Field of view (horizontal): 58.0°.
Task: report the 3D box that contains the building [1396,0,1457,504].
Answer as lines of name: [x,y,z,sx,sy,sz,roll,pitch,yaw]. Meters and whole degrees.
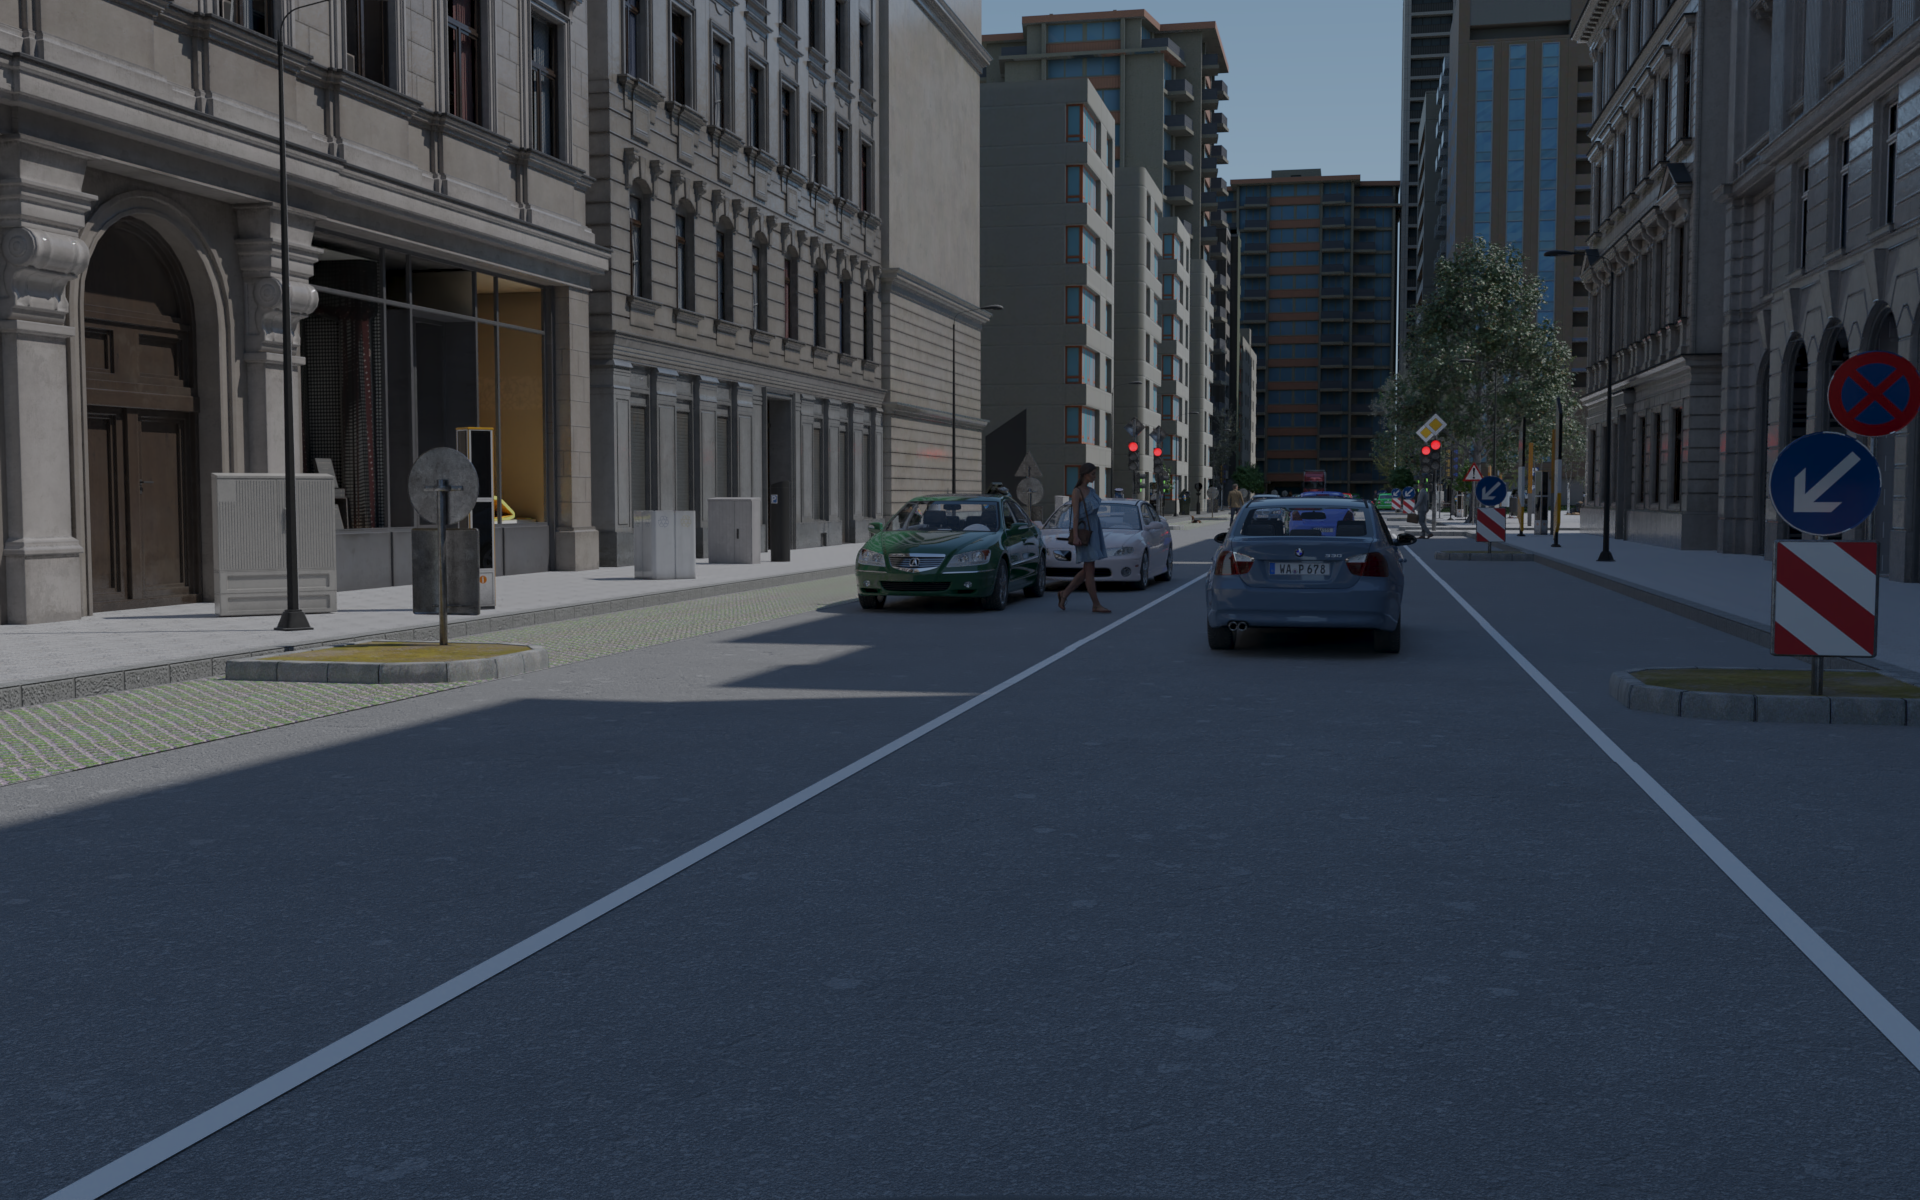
building: [69.388,-48.508,231.359,20.611,71.187,20.563,1,4,13]

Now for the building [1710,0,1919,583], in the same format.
building: [19.716,-11.184,24.663,13.314,21.916,24.055,1,4,13]

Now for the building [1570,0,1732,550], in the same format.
building: [23.058,-11.140,46.765,10.561,19.102,19.286,1,4,13]

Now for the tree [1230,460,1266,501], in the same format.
tree: [27.725,-11.195,166.747,4.285,4.588,4.351,0,3,0]

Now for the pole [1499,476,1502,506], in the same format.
pole: [39.015,-8.023,125.018,0.158,3.312,0.155,0,3,0]

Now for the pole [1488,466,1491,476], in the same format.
pole: [37.489,-7.879,122.662,0.158,3.312,0.155,0,3,0]

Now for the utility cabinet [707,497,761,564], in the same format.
utility cabinet: [-4.176,-1.273,31.981,1.020,1.237,0.306,2,4,30]

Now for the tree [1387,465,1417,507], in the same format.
tree: [43.724,-11.488,171.535,4.285,4.588,4.351,0,3,0]

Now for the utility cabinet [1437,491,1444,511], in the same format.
utility cabinet: [36.764,-7.587,132.724,0.318,1.500,1.173,2,4,32]

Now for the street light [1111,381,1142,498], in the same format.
street light: [6.823,-6.060,71.621,1.470,5.913,1.316,1,4,13]

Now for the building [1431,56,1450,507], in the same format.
building: [58.826,-33.767,171.702,23.786,49.044,30.456,1,4,13]

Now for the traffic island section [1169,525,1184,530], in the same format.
traffic island section: [8.038,-2.952,70.543,2.009,0.180,2.903,1,4,13]

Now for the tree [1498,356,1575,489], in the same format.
tree: [28.632,-8.298,86.040,4.737,8.622,4.395,0,3,0]

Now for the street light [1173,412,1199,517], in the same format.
street light: [12.799,-7.683,98.160,1.470,5.913,1.316,1,4,13]

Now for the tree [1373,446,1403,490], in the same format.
tree: [53.915,-16.256,216.145,4.737,8.622,4.395,0,3,0]

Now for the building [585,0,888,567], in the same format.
building: [-8.599,-11.635,39.390,9.793,20.994,18.267,1,4,13]

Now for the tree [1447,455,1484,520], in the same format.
tree: [24.987,-5.566,85.607,1.663,3.219,1.824,0,3,0]

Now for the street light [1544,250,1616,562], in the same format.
street light: [11.793,-3.697,32.987,1.470,5.913,1.316,1,4,13]

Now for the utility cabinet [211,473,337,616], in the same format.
utility cabinet: [-7.248,-0.590,18.332,1.173,1.500,0.318,-2,4,-33]

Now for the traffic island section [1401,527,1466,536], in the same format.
traffic island section: [16.553,-2.333,60.428,2.009,0.180,2.903,1,4,13]

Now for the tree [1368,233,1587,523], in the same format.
tree: [22.924,-9.740,76.263,9.611,12.733,9.660,0,3,0]

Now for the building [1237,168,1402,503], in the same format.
building: [44.980,-35.582,236.385,28.867,44.769,22.147,1,4,13]

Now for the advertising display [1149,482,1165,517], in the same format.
advertising display: [10.643,-5.401,93.525,0.974,1.923,0.123,3,5,43]

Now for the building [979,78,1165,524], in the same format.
building: [-5.004,-14.943,89.352,27.650,21.520,28.899,1,4,13]

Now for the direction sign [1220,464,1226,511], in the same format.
direction sign: [19.791,-8.467,130.436,0.379,3.537,0.876,-1,4,-19]

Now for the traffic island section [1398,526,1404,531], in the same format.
traffic island section: [18.318,-2.809,68.216,2.009,0.180,2.903,1,4,13]

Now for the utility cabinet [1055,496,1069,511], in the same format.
utility cabinet: [3.510,-2.958,59.531,0.306,1.237,1.020,1,4,15]

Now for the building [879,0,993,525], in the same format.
building: [-16.868,-14.572,57.344,34.723,24.649,14.460,1,4,13]

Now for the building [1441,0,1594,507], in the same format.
building: [49.848,-30.621,150.760,14.600,45.320,14.200,1,4,13]

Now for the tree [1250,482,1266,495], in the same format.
tree: [34.005,-12.277,195.334,1.663,3.219,1.824,0,3,0]

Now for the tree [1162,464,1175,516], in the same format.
tree: [12.230,-6.641,103.175,1.663,3.219,1.824,0,3,0]

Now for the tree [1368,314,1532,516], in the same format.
tree: [29.680,-11.792,103.165,12.009,13.543,11.850,0,3,0]

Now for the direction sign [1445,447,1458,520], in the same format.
direction sign: [23.864,-5.636,84.139,0.876,3.537,0.379,-2,4,-32]

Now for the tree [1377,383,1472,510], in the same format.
tree: [38.123,-13.190,141.405,9.928,11.665,9.643,0,3,0]

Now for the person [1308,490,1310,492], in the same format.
person: [36.531,-10.547,181.084,0.705,1.807,1.348,0,4,2]

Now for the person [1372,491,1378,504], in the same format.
person: [37.622,-9.053,157.073,0.434,1.755,0.990,2,4,29]

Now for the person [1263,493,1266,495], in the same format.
person: [39.555,-13.208,225.126,0.621,1.740,0.551,-3,5,-39]

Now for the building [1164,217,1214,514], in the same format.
building: [3.234,-17.138,125.252,27.650,21.520,28.899,1,4,13]

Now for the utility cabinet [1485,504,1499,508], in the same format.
utility cabinet: [31.451,-5.726,102.298,0.318,1.500,1.173,3,5,42]

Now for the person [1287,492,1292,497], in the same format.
person: [41.236,-12.667,216.432,1.217,1.723,0.721,-2,4,-24]

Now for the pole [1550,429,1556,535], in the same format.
pole: [18.667,-3.703,54.391,0.158,3.312,0.155,0,3,0]

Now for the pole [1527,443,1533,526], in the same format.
pole: [22.678,-4.590,68.889,0.158,3.312,0.155,0,3,0]

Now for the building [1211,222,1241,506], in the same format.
building: [21.848,-25.081,181.775,14.160,30.474,14.107,1,4,13]

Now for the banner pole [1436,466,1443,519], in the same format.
banner pole: [25.140,-6.156,90.663,0.401,3.779,0.863,1,4,17]

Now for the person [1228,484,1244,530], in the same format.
person: [11.133,-3.751,69.735,0.656,1.842,0.836,-2,4,-33]

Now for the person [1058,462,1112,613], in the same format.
person: [1.476,-0.753,20.901,0.778,1.811,0.616,3,4,36]

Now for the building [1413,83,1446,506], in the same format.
building: [63.345,-35.085,197.343,21.300,48.544,21.600,1,4,13]

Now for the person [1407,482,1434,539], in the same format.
person: [14.764,-2.863,55.423,0.853,1.813,0.709,2,4,26]

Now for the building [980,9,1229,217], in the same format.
building: [13.238,-30.989,161.293,22.147,44.769,28.867,1,4,13]

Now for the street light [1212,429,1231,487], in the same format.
street light: [18.773,-9.306,124.699,1.470,5.913,1.316,1,4,13]

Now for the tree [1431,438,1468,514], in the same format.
tree: [31.556,-10.002,113.895,4.360,8.622,3.978,0,3,0]

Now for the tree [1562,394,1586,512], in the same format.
tree: [43.021,-10.503,122.085,4.360,8.622,3.978,0,3,0]

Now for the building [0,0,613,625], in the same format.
building: [-14.855,-9.766,10.579,10.553,20.767,40.483,1,4,13]

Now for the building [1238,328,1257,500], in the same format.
building: [19.865,-22.095,206.300,28.899,21.520,27.650,1,4,13]

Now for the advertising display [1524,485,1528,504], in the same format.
advertising display: [40.153,-7.127,121.742,0.974,1.923,0.123,2,4,35]

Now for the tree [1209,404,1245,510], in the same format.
tree: [21.094,-11.636,140.607,4.360,8.622,3.978,0,3,0]
